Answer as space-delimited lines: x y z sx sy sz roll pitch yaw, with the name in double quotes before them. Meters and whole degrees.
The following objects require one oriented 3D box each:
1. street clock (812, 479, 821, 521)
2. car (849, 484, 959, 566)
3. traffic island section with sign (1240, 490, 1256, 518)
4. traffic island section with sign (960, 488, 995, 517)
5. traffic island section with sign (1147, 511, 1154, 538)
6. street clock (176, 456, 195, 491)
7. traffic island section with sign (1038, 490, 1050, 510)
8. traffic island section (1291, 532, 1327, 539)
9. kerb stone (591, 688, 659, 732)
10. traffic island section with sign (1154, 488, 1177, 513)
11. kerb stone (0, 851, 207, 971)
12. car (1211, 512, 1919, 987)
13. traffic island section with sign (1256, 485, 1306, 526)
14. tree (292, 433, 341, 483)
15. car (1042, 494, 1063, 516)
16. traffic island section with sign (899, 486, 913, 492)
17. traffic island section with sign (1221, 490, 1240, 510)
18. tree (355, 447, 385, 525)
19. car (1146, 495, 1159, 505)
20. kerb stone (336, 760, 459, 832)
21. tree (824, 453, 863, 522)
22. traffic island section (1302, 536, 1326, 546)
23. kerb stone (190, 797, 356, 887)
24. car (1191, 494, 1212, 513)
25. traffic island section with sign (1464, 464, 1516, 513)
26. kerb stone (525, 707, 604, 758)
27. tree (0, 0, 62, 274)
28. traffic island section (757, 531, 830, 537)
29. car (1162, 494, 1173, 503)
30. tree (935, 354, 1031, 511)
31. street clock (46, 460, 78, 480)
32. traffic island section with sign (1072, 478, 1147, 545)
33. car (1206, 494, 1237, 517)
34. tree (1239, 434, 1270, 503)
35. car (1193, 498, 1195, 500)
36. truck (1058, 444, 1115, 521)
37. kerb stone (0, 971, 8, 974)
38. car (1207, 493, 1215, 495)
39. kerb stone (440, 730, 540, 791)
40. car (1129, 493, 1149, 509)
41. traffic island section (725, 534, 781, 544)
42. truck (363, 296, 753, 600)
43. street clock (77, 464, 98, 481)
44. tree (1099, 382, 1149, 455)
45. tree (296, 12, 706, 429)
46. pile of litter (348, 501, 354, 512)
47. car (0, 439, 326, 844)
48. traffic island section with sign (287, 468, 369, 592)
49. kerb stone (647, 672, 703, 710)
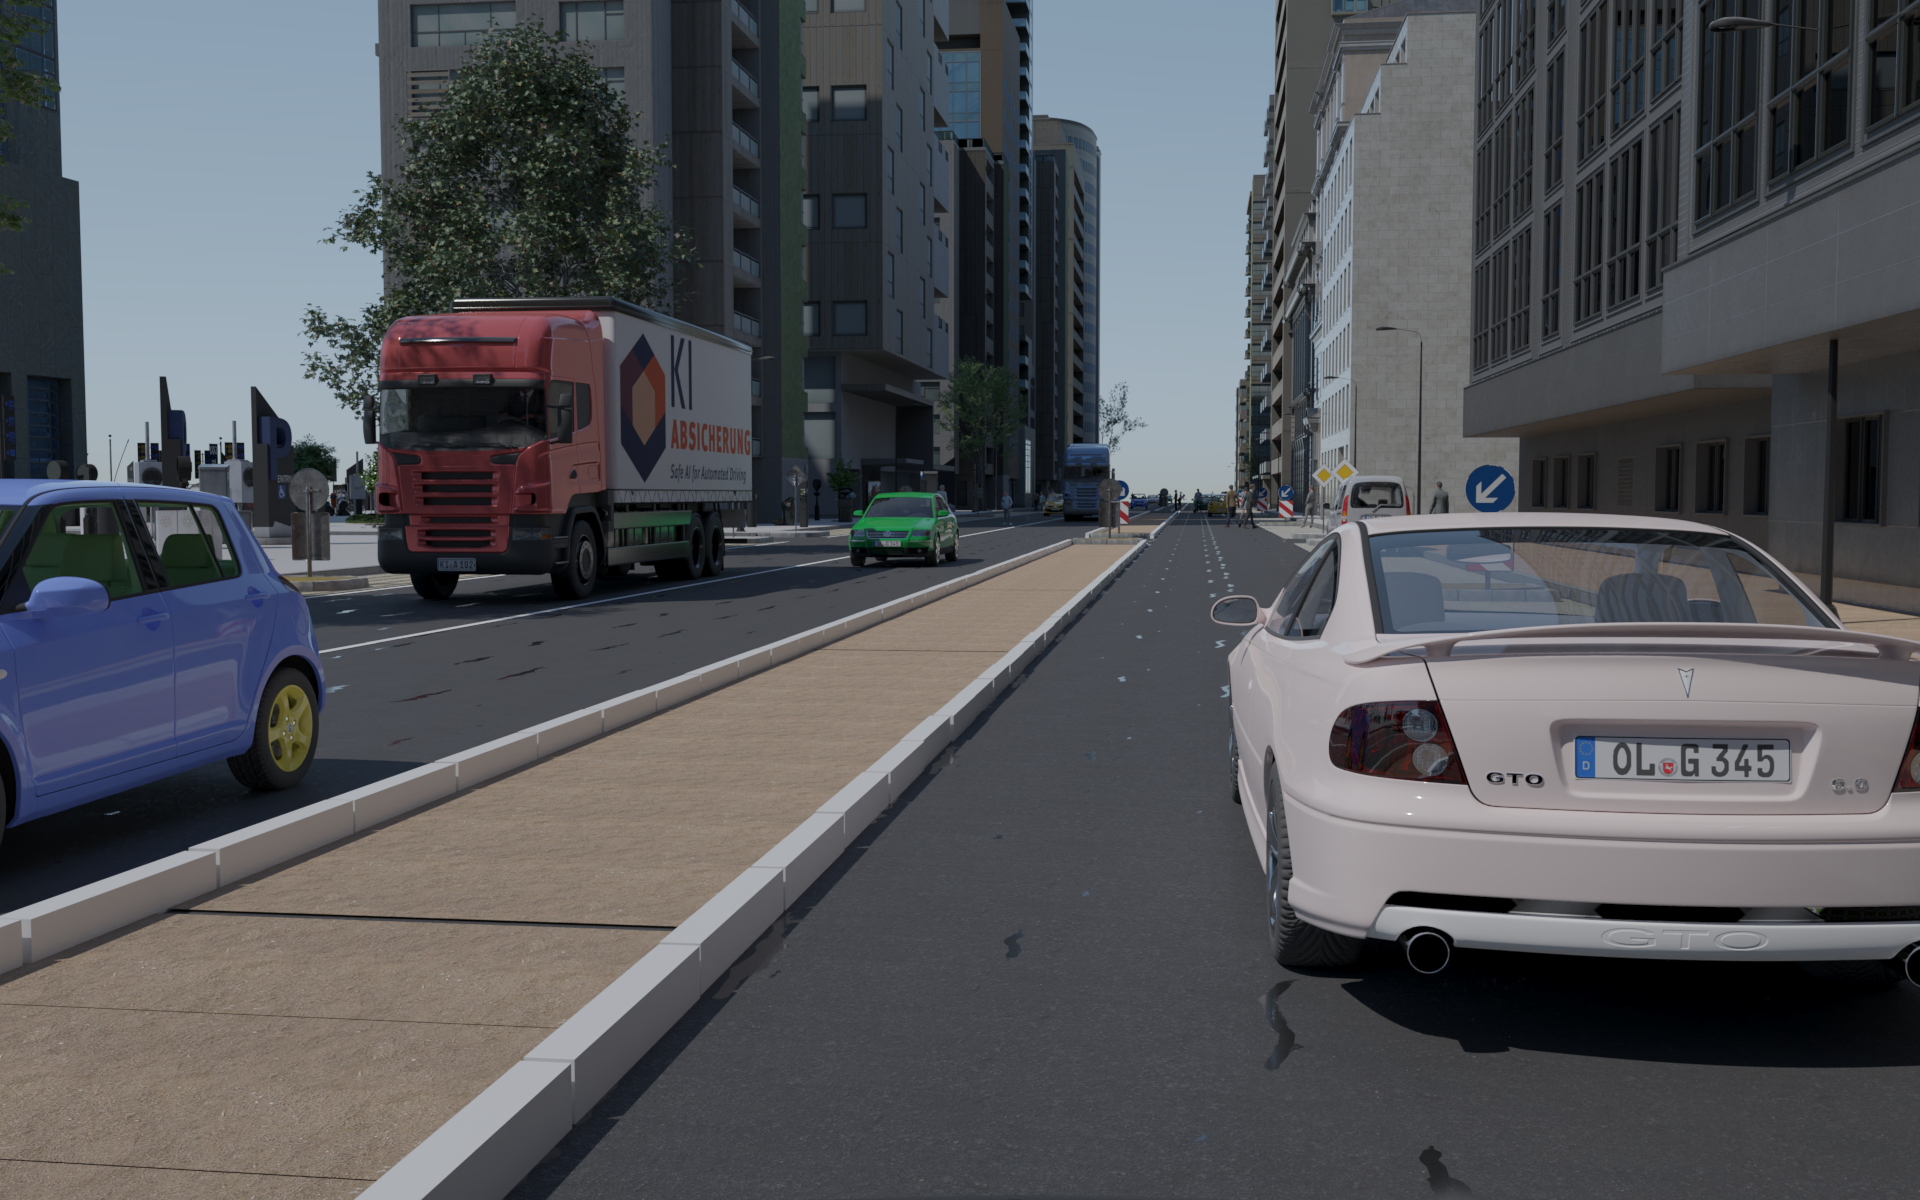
"street clock" -6.906 -4.835 83.626 0.358 2.002 0.471 -2 4 -35
"car" -1.111 -1.650 35.767 1.959 1.807 4.718 0 4 7
"traffic island section with sign" 18.213 -5.906 105.196 1.989 1.847 2.006 0 4 8
"traffic island section with sign" 1.111 -6.049 107.531 1.989 1.847 2.006 0 4 8
"traffic island section with sign" 5.265 -2.984 56.917 2.006 1.907 1.989 0 4 8
"street clock" -14.834 -1.748 33.153 0.358 2.002 0.471 -2 4 -30
"traffic island section with sign" 7.942 -9.100 157.410 1.989 1.847 2.006 0 4 8
"traffic island section" 11.842 -2.084 56.361 2.009 0.180 2.903 0 4 8
"kerb stone" -2.114 0.695 10.829 0.120 0.150 1.000 0 4 8
"traffic island section with sign" 15.459 -7.537 131.364 2.006 1.907 1.989 0 4 8
"kerb stone" -2.807 1.012 5.754 0.120 0.150 1.000 0 4 8
"car" 2.014 0.356 6.534 2.083 1.381 4.827 0 4 6
"traffic island section with sign" 14.392 -4.200 77.299 1.989 1.847 2.006 0 4 8
"tree" -34.979 -6.680 92.928 4.285 4.588 4.351 0 3 0
"car" 6.388 -6.303 113.285 2.015 1.641 3.980 0 4 7
"traffic island section with sign" -2.553 -4.416 80.825 1.989 1.847 2.006 0 4 8
"traffic island section with sign" 28.736 -10.601 181.951 1.989 1.847 2.006 0 4 8
"tree" -23.877 -4.670 70.962 1.663 3.219 1.824 0 3 0
"car" 25.870 -13.440 232.101 2.083 1.381 4.827 1 4 8
"kerb stone" -2.534 0.884 7.780 0.120 0.150 1.000 0 4 8
"tree" -5.621 -5.301 81.280 1.663 3.219 1.824 0 3 0
"traffic island section" 10.758 -1.601 48.450 2.009 0.180 2.903 0 4 8
"kerb stone" -2.668 0.944 6.767 0.120 0.150 1.000 0 4 8
"car" 19.043 -7.515 134.671 2.131 1.459 4.920 0 4 7
"traffic island section with sign" 7.061 -0.932 23.866 1.989 1.847 2.006 0 4 8
"kerb stone" -2.259 0.757 9.817 0.120 0.150 1.000 0 4 8
"tree" -13.659 -6.108 17.999 7.486 12.596 7.792 0 3 0
"traffic island section" -5.586 -2.230 58.746 2.009 0.180 2.903 0 4 8
"car" 33.722 -16.712 282.032 1.959 1.807 4.718 0 4 7
"tree" 1.691 -12.477 129.759 9.928 11.665 9.643 0 3 0
"street clock" -19.383 -2.000 37.267 0.471 2.002 0.358 2 4 26
"traffic island section with sign" 4.249 -2.535 49.580 2.006 1.907 1.989 0 4 8
"car" 16.693 -6.132 110.485 2.015 1.641 3.980 1 4 9
"tree" 36.420 -16.139 214.231 4.360 8.622 3.978 0 3 0
"car" 30.910 -12.826 222.285 1.945 1.354 3.894 1 4 9
"truck" 7.462 -6.652 98.521 2.967 4.110 18.799 0 4 6
"kerb stone" -2.955 1.068 4.736 0.120 0.150 1.000 0 4 8
"car" 24.605 -9.804 169.879 1.945 1.707 3.694 0 4 6
"kerb stone" -2.394 0.820 8.801 0.120 0.150 1.000 0 4 8
"car" 17.606 -9.820 170.154 1.945 1.707 3.694 0 4 6
"traffic island section" -6.671 -1.746 50.834 2.009 0.180 2.903 0 4 8
"truck" -5.803 -2.329 26.993 2.839 4.237 11.283 0 4 7
"street clock" -20.857 -2.254 41.423 0.471 2.002 0.358 1 4 21
"tree" 25.311 -26.589 290.618 12.611 20.169 13.585 0 3 0
"tree" -10.500 -7.639 41.901 9.611 12.733 9.660 0 3 0
"pile of litter" -44.728 -6.888 126.584 1.719 0.858 1.176 1 4 16
"car" -4.221 0.144 7.235 1.945 1.707 3.694 0 4 7
"traffic island section with sign" -10.063 -1.066 26.055 1.989 1.847 2.006 0 4 8
"kerb stone" -1.973 0.637 11.842 0.120 0.150 1.000 0 4 8
